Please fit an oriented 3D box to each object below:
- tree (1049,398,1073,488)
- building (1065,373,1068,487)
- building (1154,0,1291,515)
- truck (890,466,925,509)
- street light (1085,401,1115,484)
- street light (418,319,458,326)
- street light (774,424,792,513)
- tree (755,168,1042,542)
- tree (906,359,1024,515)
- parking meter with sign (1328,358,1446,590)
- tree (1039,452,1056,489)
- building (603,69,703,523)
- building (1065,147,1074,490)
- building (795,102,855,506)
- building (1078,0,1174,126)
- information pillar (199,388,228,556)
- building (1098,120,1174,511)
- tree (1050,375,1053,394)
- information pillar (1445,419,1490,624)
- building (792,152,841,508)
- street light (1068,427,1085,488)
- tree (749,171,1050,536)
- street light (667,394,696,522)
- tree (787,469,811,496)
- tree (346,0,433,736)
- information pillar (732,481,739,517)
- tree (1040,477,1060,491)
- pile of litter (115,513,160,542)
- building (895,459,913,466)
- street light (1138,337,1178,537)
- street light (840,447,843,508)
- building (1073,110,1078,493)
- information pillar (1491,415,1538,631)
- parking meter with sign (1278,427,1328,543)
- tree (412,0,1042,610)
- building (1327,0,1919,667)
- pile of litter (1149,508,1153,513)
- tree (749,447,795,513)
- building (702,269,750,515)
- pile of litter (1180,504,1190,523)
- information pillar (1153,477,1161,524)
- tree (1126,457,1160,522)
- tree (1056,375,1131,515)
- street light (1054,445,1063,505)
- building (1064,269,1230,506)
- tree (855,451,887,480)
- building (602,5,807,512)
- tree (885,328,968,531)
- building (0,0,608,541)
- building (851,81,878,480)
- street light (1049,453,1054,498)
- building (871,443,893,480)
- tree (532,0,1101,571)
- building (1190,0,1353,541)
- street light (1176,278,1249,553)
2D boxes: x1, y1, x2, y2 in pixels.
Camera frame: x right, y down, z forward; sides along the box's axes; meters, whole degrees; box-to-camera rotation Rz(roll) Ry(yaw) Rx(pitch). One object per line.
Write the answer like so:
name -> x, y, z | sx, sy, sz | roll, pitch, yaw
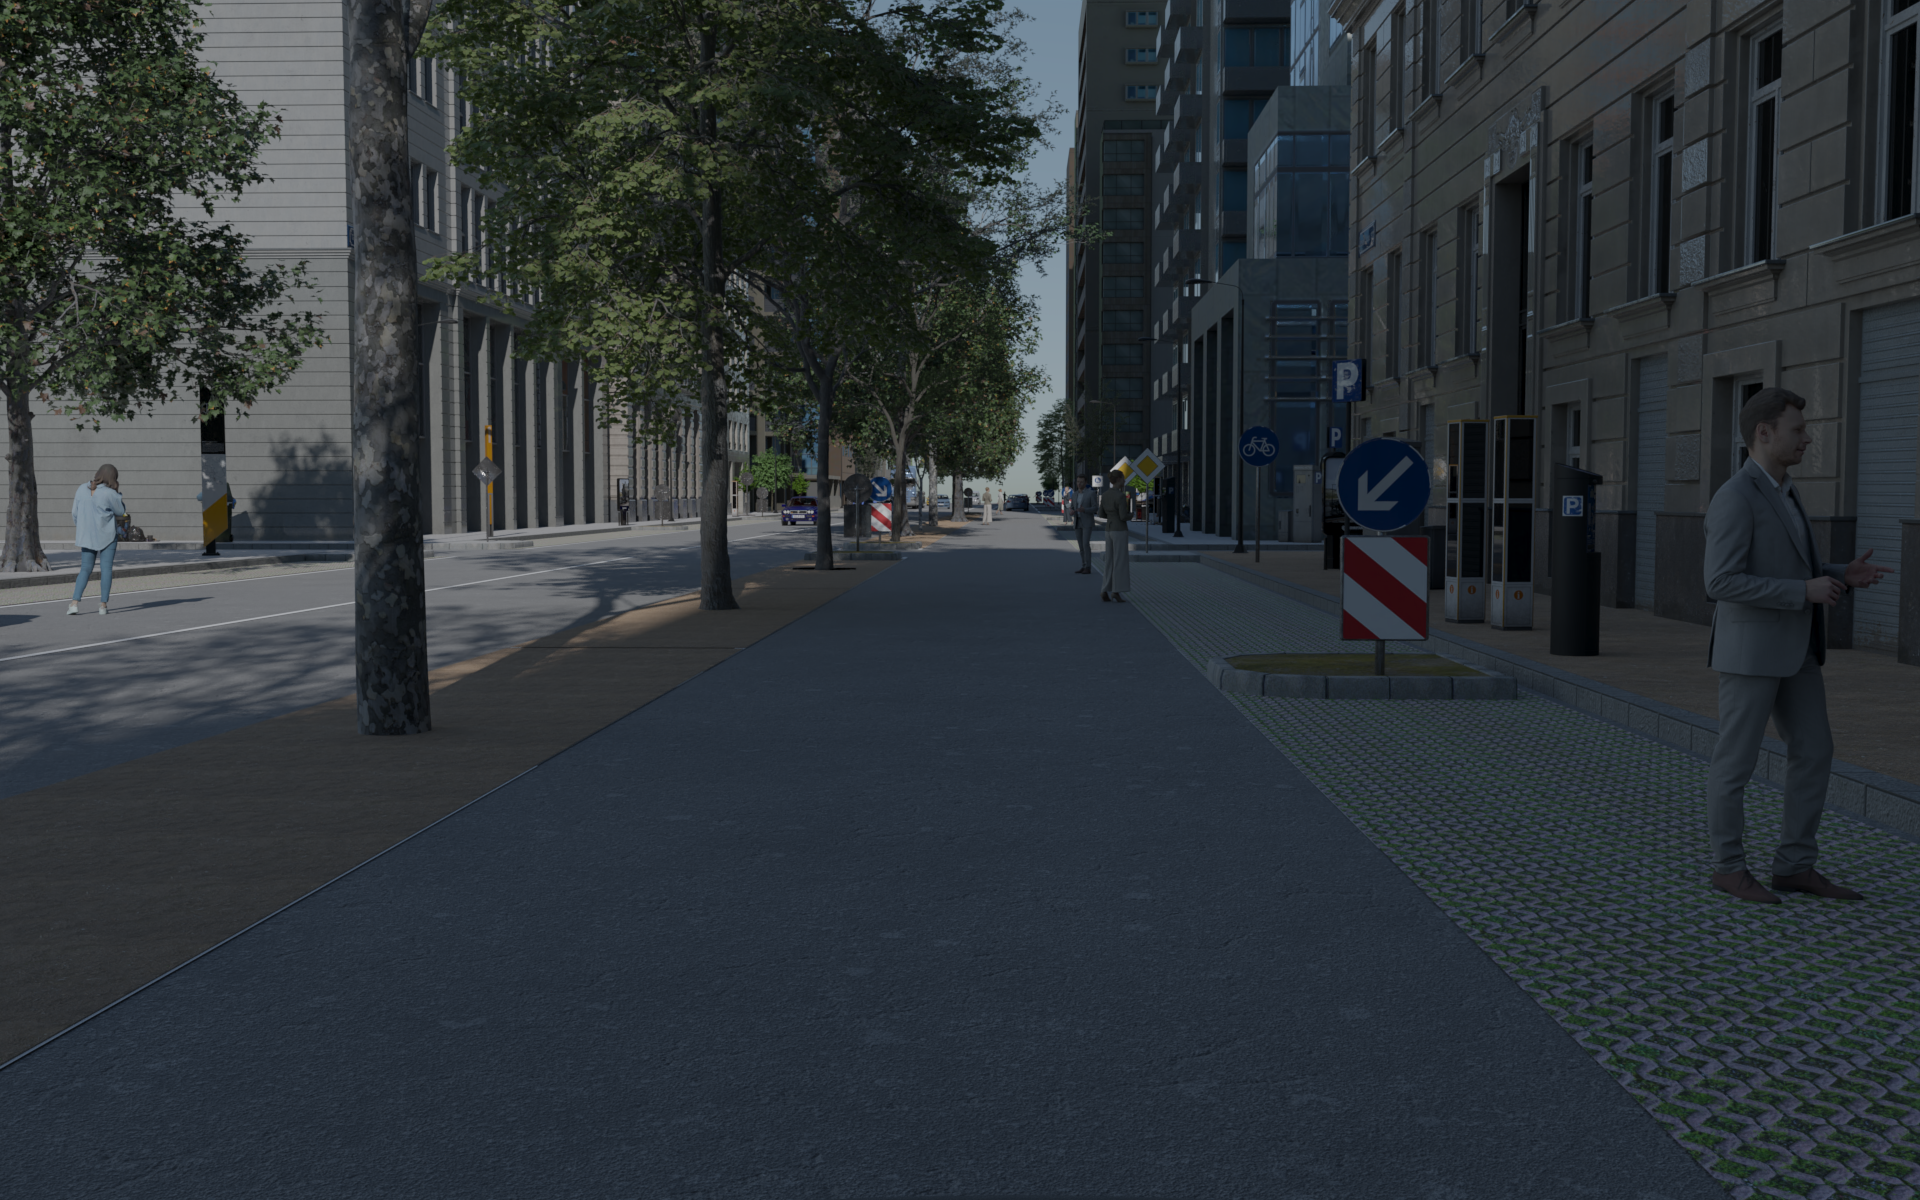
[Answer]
tree -> 11.908, -17.513, 204.456 | 7.486, 12.596, 7.792 | 0, 3, 0
building -> 25.376, -37.489, 236.639 | 21.300, 48.544, 21.600 | 0, 4, 2
building -> 22.833, -29.251, 97.860 | 23.786, 49.044, 30.456 | 0, 4, 2
truck -> -5.096, -11.064, 170.647 | 2.967, 4.110, 18.799 | 0, 4, 2
street light -> 7.139, -6.949, 86.156 | 1.470, 5.913, 1.316 | 0, 4, 2
street light -> -14.021, -4.502, 46.150 | 1.470, 5.913, 1.316 | 0, 4, 2
street light -> -11.717, -8.716, 115.050 | 1.470, 5.913, 1.316 | 0, 4, 2
tree -> -1.905, -6.893, 49.563 | 8.767, 10.594, 7.601 | 0, 4, 2
tree -> 0.037, -12.674, 116.325 | 9.857, 13.997, 8.962 | 0, 3, 0
parking meter with sign -> 5.757, -1.633, 22.962 | 1.738, 3.016, 0.543 | -2, 4, -31
tree -> 14.243, -19.407, 267.672 | 4.360, 8.622, 3.978 | 0, 3, 0
building -> -19.276, -15.748, 86.362 | 11.050, 23.489, 19.941 | 0, 4, 2
building -> 20.440, -34.761, 218.458 | 14.600, 45.320, 14.200 | 0, 4, 2
building -> -18.688, -32.550, 182.300 | 14.600, 45.320, 14.200 | 0, 4, 2
building -> 21.499, -32.471, 154.598 | 21.300, 48.544, 21.600 | 0, 4, 2
information pillar -> -15.520, -2.730, 35.987 | 0.504, 3.616, 0.183 | -1, 4, -18
building -> 17.927, -22.329, 136.776 | 14.160, 30.474, 14.107 | 0, 4, 2
tree -> -0.048, -10.322, 88.224 | 9.611, 12.733, 9.660 | 0, 3, 0
information pillar -> 5.037, -0.779, 17.222 | 0.304, 2.012, 0.304 | -1, 4, -10
building -> -27.987, -28.832, 163.286 | 32.217, 40.220, 23.993 | 0, 4, 2
street light -> 8.384, -9.053, 120.552 | 1.470, 5.913, 1.316 | 0, 4, 2
tree -> -2.000, -8.485, 58.196 | 9.611, 12.733, 9.660 | 0, 3, 0
street light -> -12.936, -6.612, 80.653 | 1.470, 5.913, 1.316 | 0, 4, 2
tree -> -11.981, -8.333, 130.839 | 1.663, 3.219, 1.824 | 0, 3, 0
tree -> -2.216, -9.208, 8.899 | 12.611, 20.169, 13.585 | 0, 3, 0
information pillar -> -12.664, -5.690, 97.525 | 0.304, 2.012, 0.304 | 1, 4, 9
tree -> 14.396, -17.877, 276.009 | 4.285, 4.588, 4.351 | 0, 3, 0
pile of litter -> -22.428, -1.989, 46.480 | 1.719, 0.858, 1.176 | 1, 4, 9
building -> -14.864, -36.007, 272.315 | 14.154, 41.232, 14.086 | 0, 4, 2
street light -> 5.958, -4.823, 51.389 | 1.470, 5.913, 1.316 | 0, 4, 2
street light -> -10.195, -11.291, 157.149 | 1.470, 5.913, 1.316 | 0, 4, 2
building -> 19.287, -30.821, 187.518 | 14.154, 41.232, 14.086 | 0, 4, 2
information pillar -> 5.220, -0.724, 16.330 | 0.304, 2.012, 0.304 | 0, 4, -5
parking meter with sign -> 9.177, -3.021, 45.648 | 0.543, 3.016, 1.738 | -3, 5, -41
tree -> -2.921, -6.120, 20.646 | 7.486, 12.596, 7.792 | 0, 3, 0
building -> 13.136, -13.798, 22.856 | 12.463, 27.353, 25.104 | 0, 4, 2
pile of litter -> 12.748, -6.274, 116.553 | 1.719, 0.858, 1.176 | 1, 4, 12
tree -> -13.019, -8.294, 119.327 | 4.285, 4.588, 4.351 | 0, 3, 0
building -> -19.272, -15.296, 104.835 | 10.420, 20.320, 16.860 | 0, 4, 2
pile of litter -> 10.329, -3.853, 76.954 | 1.176, 0.858, 1.719 | 3, 4, 36
information pillar -> 8.449, -4.266, 74.246 | 0.304, 2.012, 0.304 | 0, 4, 5
tree -> 8.495, -5.205, 79.709 | 1.663, 3.219, 1.824 | 0, 3, 0
tree -> 8.305, -9.542, 106.373 | 4.360, 8.622, 3.978 | 0, 3, 0
street light -> 9.837, -11.607, 162.309 | 1.470, 5.913, 1.316 | 0, 4, 2
building -> 27.331, -58.087, 262.397 | 22.319, 86.520, 31.000 | 0, 4, 2
tree -> -10.311, -14.967, 195.066 | 4.360, 8.622, 3.978 | 0, 3, 0
building -> -24.084, -29.459, 136.274 | 22.147, 44.769, 28.867 | 0, 4, 2
tree -> -1.575, -7.012, 67.463 | 4.737, 8.622, 4.395 | 0, 3, 0
building -> -21.484, -17.365, 61.405 | 11.434, 29.767, 29.804 | 0, 4, 2
building -> -24.130, -38.577, 219.969 | 28.713, 52.752, 27.495 | 0, 4, 2
street light -> 11.524, -14.607, 211.362 | 1.470, 5.913, 1.316 | 0, 4, 2
building -> -19.978, -38.487, 248.877 | 23.786, 49.044, 30.456 | 0, 4, 2
tree -> -2.580, -7.311, 32.364 | 12.009, 13.543, 11.850 | 0, 3, 0
building -> 23.492, -45.448, 55.747 | 31.000, 86.520, 22.319 | 0, 4, 2
street light -> 5.551, -3.970, 37.455 | 1.470, 5.913, 1.316 | 0, 4, 2
